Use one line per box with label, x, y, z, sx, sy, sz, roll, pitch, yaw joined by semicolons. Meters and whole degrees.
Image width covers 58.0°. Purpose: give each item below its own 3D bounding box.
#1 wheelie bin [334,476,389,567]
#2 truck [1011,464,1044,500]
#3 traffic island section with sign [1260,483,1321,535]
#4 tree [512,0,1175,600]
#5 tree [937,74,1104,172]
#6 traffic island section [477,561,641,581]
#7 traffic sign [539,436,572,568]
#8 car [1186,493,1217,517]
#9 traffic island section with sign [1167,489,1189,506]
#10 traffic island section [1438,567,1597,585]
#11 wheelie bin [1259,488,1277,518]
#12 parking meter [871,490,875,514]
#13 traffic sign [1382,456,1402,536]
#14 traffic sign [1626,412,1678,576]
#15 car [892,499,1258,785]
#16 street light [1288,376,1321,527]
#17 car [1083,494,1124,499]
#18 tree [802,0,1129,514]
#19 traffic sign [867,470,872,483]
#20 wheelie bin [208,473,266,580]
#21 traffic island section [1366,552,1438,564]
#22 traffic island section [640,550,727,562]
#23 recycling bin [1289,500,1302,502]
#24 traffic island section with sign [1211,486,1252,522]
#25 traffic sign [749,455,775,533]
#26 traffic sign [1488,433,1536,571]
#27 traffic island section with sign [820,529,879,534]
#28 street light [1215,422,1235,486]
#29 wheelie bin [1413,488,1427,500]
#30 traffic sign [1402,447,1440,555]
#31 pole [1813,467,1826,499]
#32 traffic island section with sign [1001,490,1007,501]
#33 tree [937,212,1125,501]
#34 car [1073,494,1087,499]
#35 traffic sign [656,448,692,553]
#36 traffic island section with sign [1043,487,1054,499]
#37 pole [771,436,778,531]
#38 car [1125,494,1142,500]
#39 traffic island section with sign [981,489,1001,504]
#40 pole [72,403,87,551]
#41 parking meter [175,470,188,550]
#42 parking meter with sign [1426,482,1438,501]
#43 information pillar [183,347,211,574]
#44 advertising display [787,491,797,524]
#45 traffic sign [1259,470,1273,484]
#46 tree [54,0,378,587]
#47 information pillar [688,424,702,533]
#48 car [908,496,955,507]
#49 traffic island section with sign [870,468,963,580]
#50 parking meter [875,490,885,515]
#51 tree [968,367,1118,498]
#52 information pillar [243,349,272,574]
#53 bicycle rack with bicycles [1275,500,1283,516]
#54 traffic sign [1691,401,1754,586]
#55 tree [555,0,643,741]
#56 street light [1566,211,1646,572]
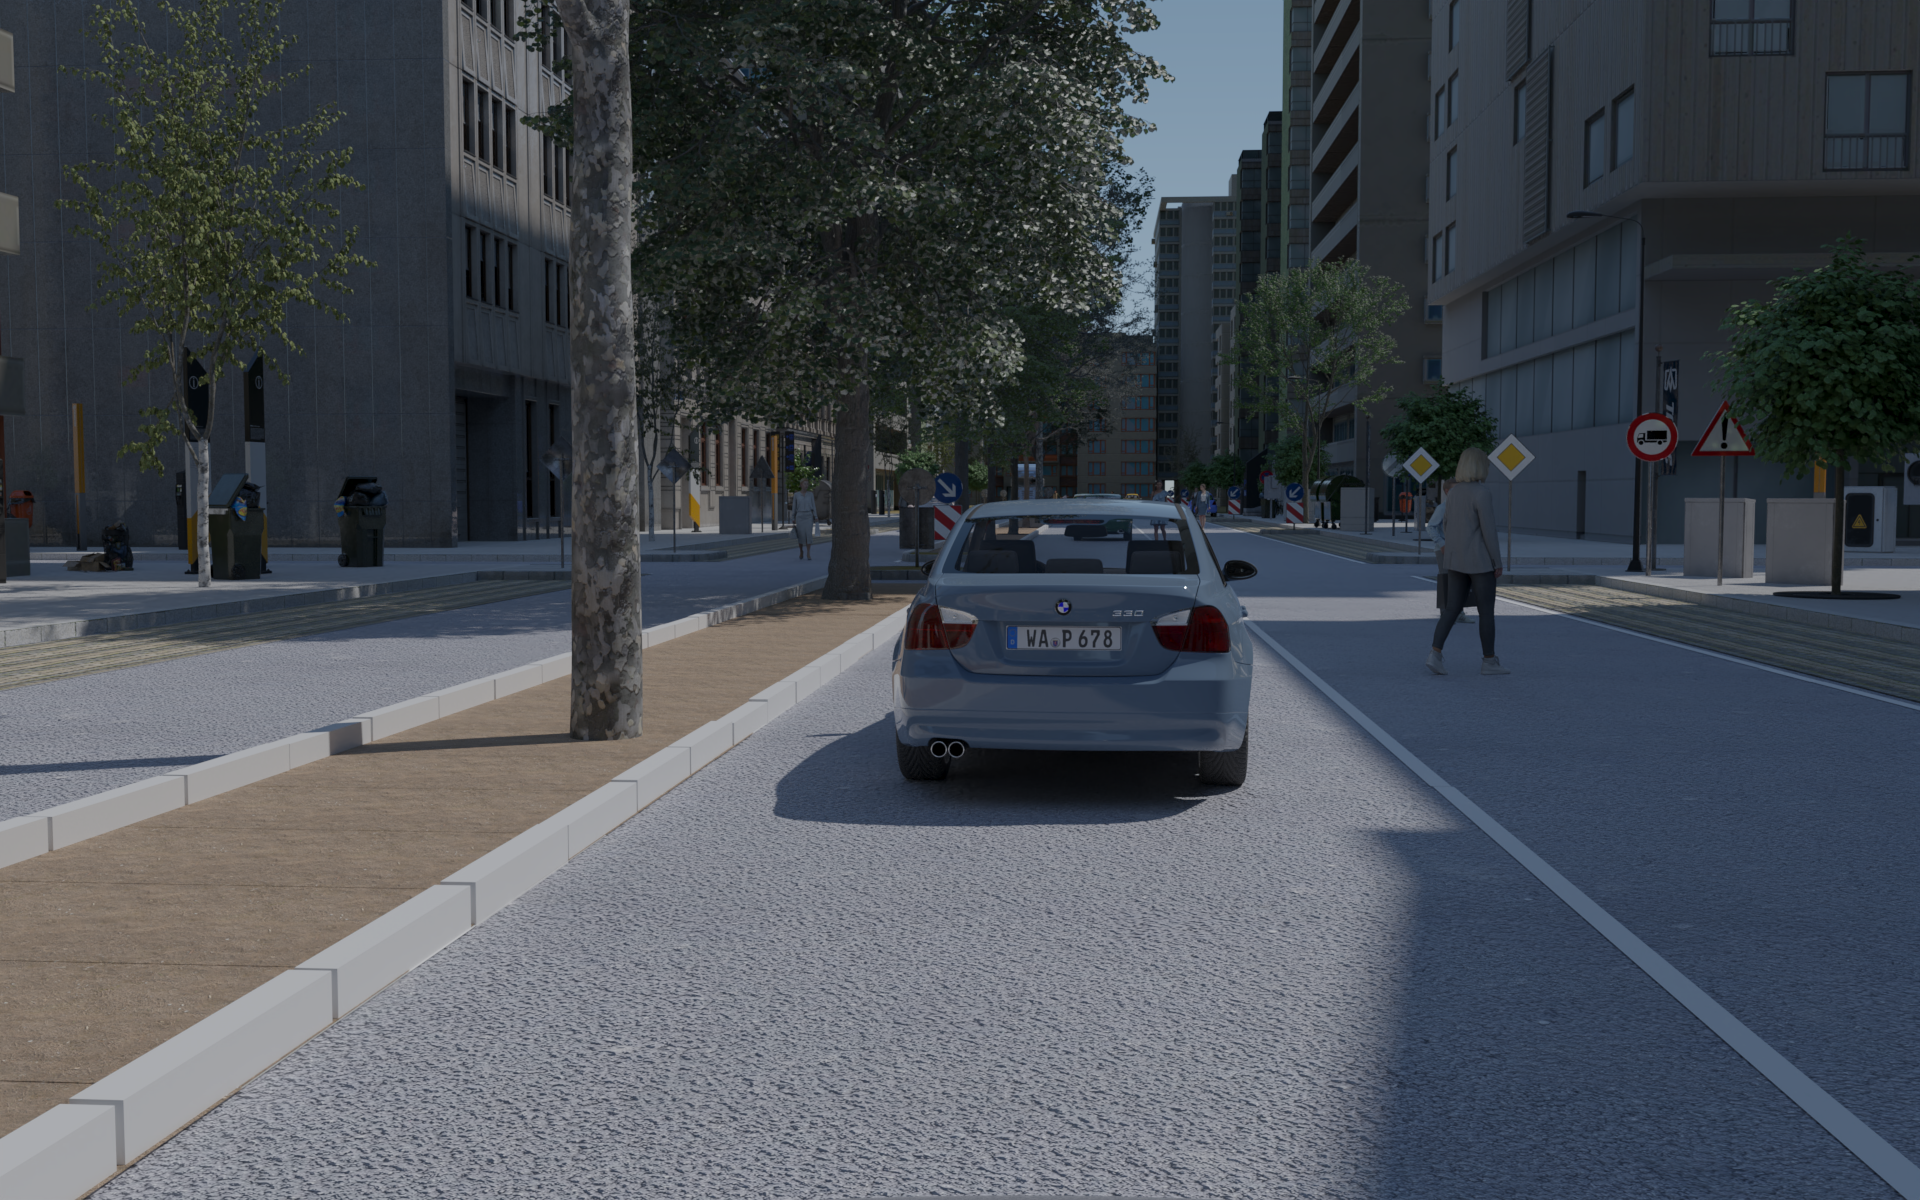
wheelie bin;-10.511;-1.385;30.548;0.693;1.594;0.980;2;4;34
truck;6.549;-10.516;161.689;2.967;4.110;18.799;0;4;4
traffic island section with sign;11.768;-3.259;61.917;1.989;1.847;2.006;0;4;5
tree;-1.524;-6.977;23.186;9.857;13.997;8.962;0;3;0
tree;0.904;-8.348;49.321;12.009;13.543;11.850;0;3;0
traffic island section;-6.911;-0.474;30.032;2.009;0.180;2.903;0;4;5
traffic sign;-6.887;-1.610;29.968;0.795;2.450;0.064;0;4;5
car;15.199;-6.067;108.787;1.945;1.707;3.694;0;4;4
traffic island section with sign;17.798;-7.928;138.256;1.989;1.847;2.006;0;4;5
traffic island section;9.130;-0.396;28.763;2.009;0.180;2.903;0;4;5
wheelie bin;16.216;-5.102;91.330;0.980;1.594;0.693;-1;4;-17
parking meter;-5.452;-6.198;109.743;0.372;1.533;0.369;0;3;0
traffic sign;13.214;-3.218;52.717;0.768;2.556;0.104;1;4;10
traffic sign;10.797;-1.650;27.092;0.768;2.556;0.104;1;4;11
car;0.706;0.130;9.885;2.014;1.417;4.499;0;4;6
street light;13.634;-5.868;68.481;1.470;5.913;1.316;0;4;5
car;4.517;-2.624;54.701;2.131;1.459;4.920;0;4;5
tree;-0.046;-7.277;39.565;7.486;12.596;7.792;0;3;0
traffic sign;-4.821;-5.343;87.469;0.768;2.556;0.104;1;4;8
wheelie bin;-10.928;-1.114;26.124;0.980;1.594;0.693;2;4;35
traffic island section;9.760;-0.883;36.723;2.009;0.180;2.903;0;4;5
traffic island section;-6.281;-0.961;37.992;2.009;0.180;2.903;0;4;5
recycling bin;15.043;-3.945;77.049;0.722;1.027;0.722;0;4;1
traffic island section with sign;13.885;-4.903;88.789;1.989;1.847;2.006;0;4;5
traffic sign;-6.597;-3.531;57.737;0.884;2.594;0.081;1;4;9
traffic sign;9.106;-1.532;28.688;0.795;2.450;0.064;0;4;5
traffic island section with sign;-3.991;-3.310;62.745;1.989;1.847;2.006;0;4;5
street light;17.093;-8.487;111.304;1.470;5.913;1.316;0;4;5
wheelie bin;22.704;-4.707;84.860;0.980;1.594;0.693;1;4;16
traffic sign;9.736;-2.019;36.648;0.795;2.450;0.064;0;4;5
pole;13.838;-2.080;27.859;0.158;3.312;0.155;0;3;0
traffic island section with sign;4.254;-9.685;166.974;1.989;1.847;2.006;0;4;5
tree;1.978;-8.083;60.376;9.928;11.665;9.643;0;3;0
car;6.239;-4.610;85.595;2.015;1.641;3.980;0;4;6
traffic sign;-6.257;-2.097;37.928;0.795;2.450;0.064;0;4;5
traffic island section with sign;5.700;-6.357;112.075;2.006;1.907;1.989;0;4;5
pole;-6.522;-4.098;60.850;0.158;3.312;0.155;0;3;0
car;18.129;-10.520;182.223;2.015;1.641;3.980;0;4;5
traffic island section with sign;2.080;-8.007;139.535;1.989;1.847;2.006;0;4;5
pole;-19.851;-2.765;39.052;0.158;3.312;0.155;0;3;0
parking meter;-17.808;-2.090;39.875;0.255;1.863;0.399;2;4;30
parking meter with sign;22.301;-5.214;81.517;1.738;3.016;0.543;1;4;18
information pillar;-12.237;-2.229;27.793;0.183;3.616;0.504;1;4;17
advertising display;-6.879;-4.198;73.843;0.974;1.923;0.123;0;4;4
traffic sign;16.520;-5.704;93.371;0.768;2.556;0.104;0;4;6
tree;-10.407;-4.499;23.918;4.737;8.622;4.395;0;3;0
information pillar;-8.857;-4.061;57.759;0.183;3.616;0.504;2;4;30
car;-0.934;-3.360;67.292;2.083;1.381;4.827;0;4;5
traffic island section with sign;-0.808;-1.324;29.786;2.006;1.907;1.989;0;4;5
parking meter;-4.836;-6.038;107.135;0.372;1.533;0.369;0;3;0
tree;4.549;-9.724;95.863;8.767;10.594;7.601;0;4;5
information pillar;-11.260;-2.223;27.701;0.183;3.616;0.504;0;4;6
bicycle rack with bicycles;19.476;-5.534;103.855;2.852;0.926;2.925;0;4;1
traffic sign;10.643;-1.479;24.190;0.884;2.594;0.081;0;4;5
tree;-3.222;-9.308;10.529;12.611;20.169;13.585;0;3;0
street light;10.635;-3.423;28.506;1.470;5.913;1.316;0;4;5
